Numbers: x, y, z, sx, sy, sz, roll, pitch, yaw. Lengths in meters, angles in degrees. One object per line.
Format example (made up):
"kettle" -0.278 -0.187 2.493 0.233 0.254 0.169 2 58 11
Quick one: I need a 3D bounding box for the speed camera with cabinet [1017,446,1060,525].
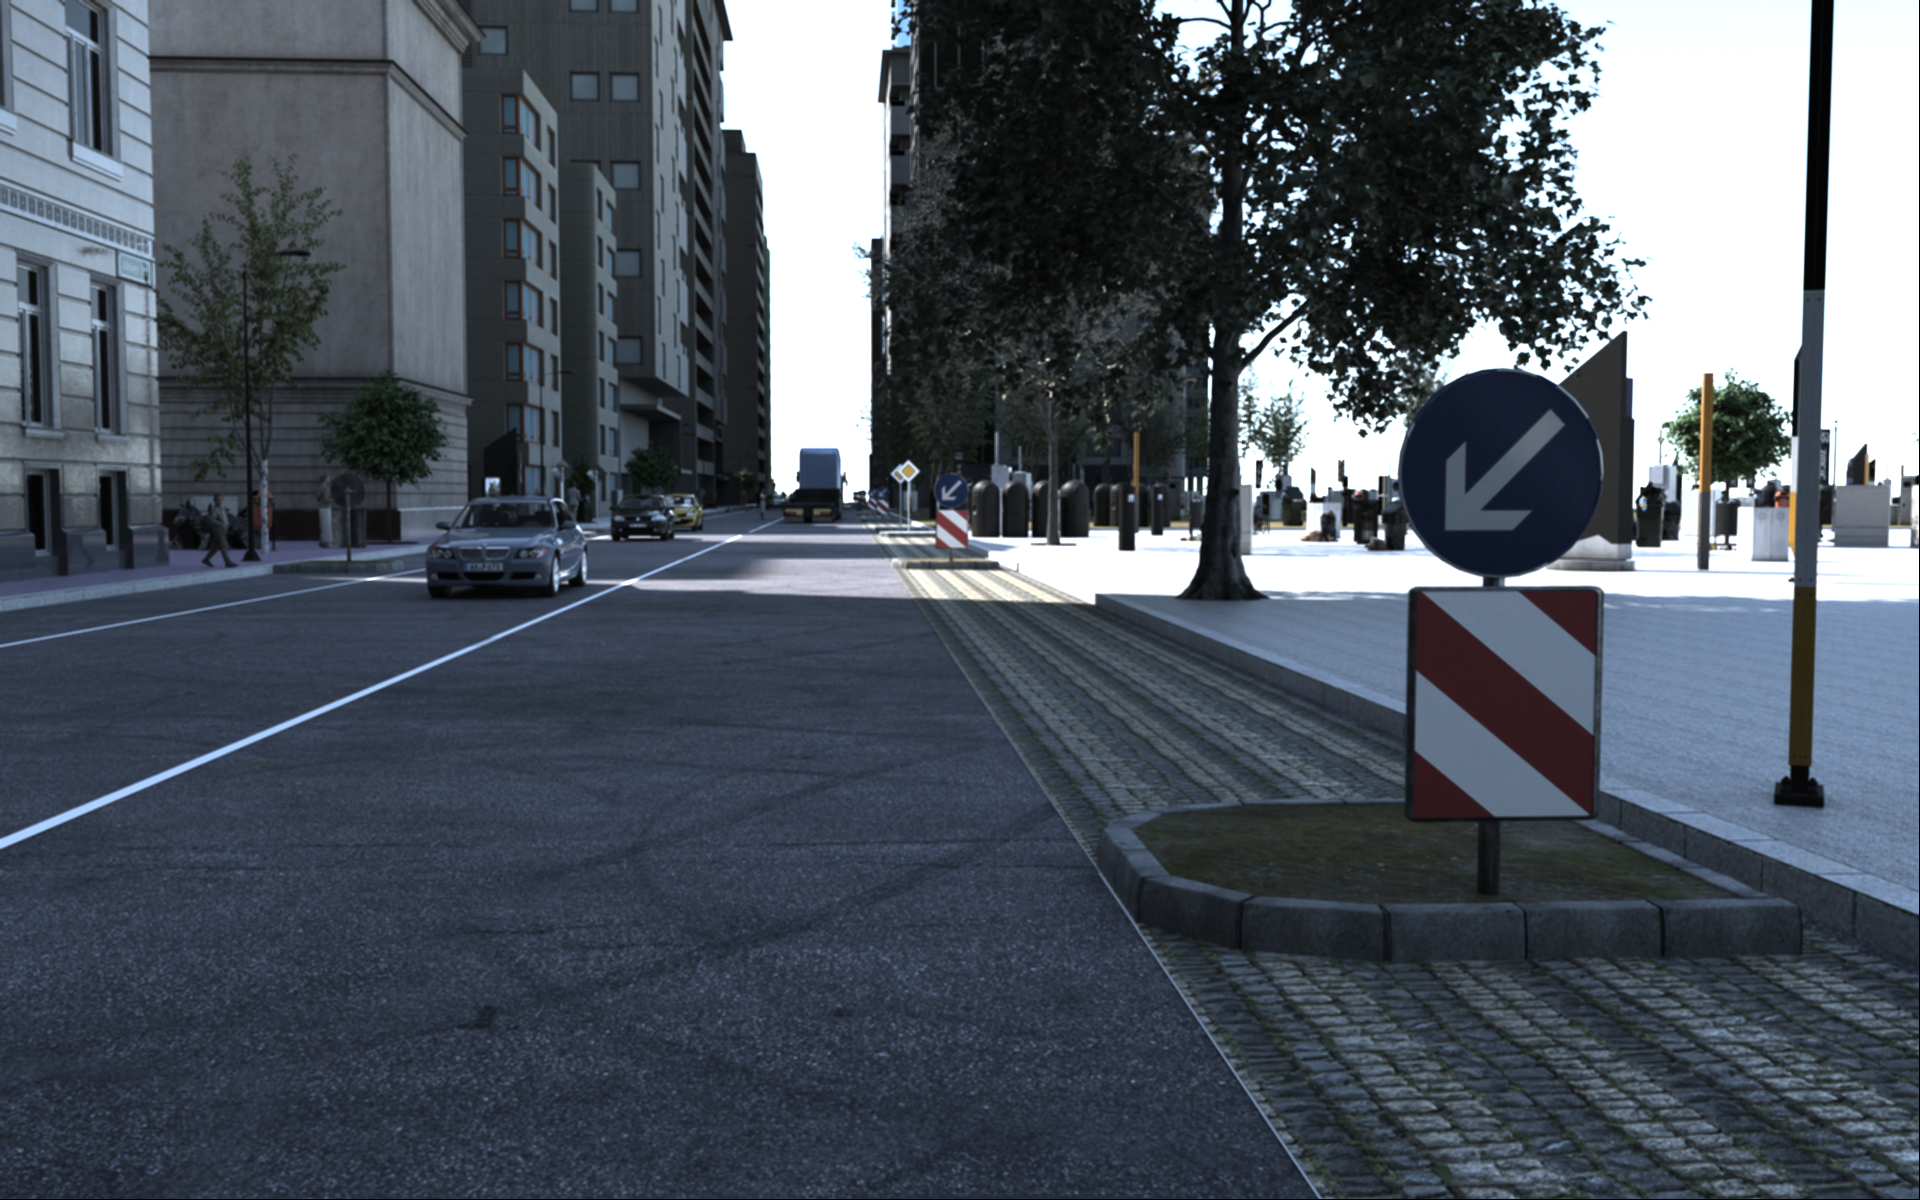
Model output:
"speed camera with cabinet" 3.158 -4.698 71.143 2.038 3.252 0.660 2 4 25

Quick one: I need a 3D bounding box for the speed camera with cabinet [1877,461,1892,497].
"speed camera with cabinet" 55.824 -6.795 105.426 0.660 3.252 2.038 0 4 -6

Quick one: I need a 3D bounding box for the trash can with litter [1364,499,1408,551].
"trash can with litter" 9.738 -1.708 39.316 1.055 1.170 0.624 -2 4 -32

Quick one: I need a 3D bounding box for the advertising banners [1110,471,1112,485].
"advertising banners" 11.374 -8.101 128.647 0.090 3.025 2.074 0 4 -7

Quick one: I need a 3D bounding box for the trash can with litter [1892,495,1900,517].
"trash can with litter" 52.413 -5.201 96.095 2.233 1.210 1.678 0 4 2

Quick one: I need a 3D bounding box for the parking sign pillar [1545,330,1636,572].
"parking sign pillar" 10.671 -2.491 29.205 1.447 3.967 1.447 -3 4 -36

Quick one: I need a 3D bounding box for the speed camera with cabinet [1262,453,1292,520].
"speed camera with cabinet" 15.431 -5.506 84.361 0.660 3.252 2.038 -1 4 -19

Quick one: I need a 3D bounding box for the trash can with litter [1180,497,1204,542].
"trash can with litter" 6.841 -2.241 47.704 1.678 1.210 2.233 3 5 43

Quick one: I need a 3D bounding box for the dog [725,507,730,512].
"dog" -18.478 -7.222 138.265 0.550 0.427 0.748 0 4 -2

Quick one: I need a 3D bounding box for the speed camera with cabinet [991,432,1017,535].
"speed camera with cabinet" 1.232 -3.684 54.577 0.660 3.252 2.038 1 4 10

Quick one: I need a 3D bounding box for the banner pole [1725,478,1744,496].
"banner pole" 39.869 -6.090 89.583 0.863 3.779 0.401 0 4 3

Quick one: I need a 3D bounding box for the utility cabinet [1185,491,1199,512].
"utility cabinet" 16.246 -6.886 121.259 1.173 1.500 0.318 -3 4 -38

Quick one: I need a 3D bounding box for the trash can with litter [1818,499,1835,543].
"trash can with litter" 23.237 -2.156 46.300 2.233 1.210 1.678 -2 4 -34

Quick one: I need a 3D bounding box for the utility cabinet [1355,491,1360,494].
"utility cabinet" 28.197 -7.066 124.211 0.318 1.500 1.173 -2 4 -27

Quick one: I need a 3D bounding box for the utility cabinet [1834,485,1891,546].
"utility cabinet" 21.962 -2.047 42.146 1.173 1.500 0.318 2 4 33

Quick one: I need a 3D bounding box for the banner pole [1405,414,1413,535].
"banner pole" 14.288 -3.940 54.441 0.863 3.779 0.401 0 4 2

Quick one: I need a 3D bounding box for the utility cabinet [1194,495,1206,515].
"utility cabinet" 14.873 -5.833 106.530 1.020 1.237 0.306 -2 4 -33

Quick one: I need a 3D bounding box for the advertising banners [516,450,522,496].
"advertising banners" -17.502 -4.441 68.791 0.090 3.025 2.074 -1 4 -9

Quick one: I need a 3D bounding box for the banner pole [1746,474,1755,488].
"banner pole" 42.169 -6.284 92.764 0.863 3.779 0.401 3 5 41

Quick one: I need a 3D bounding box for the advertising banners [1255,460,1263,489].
"advertising banners" 14.824 -5.693 89.263 0.090 3.025 2.074 -3 5 -39

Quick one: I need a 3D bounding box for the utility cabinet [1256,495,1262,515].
"utility cabinet" 17.628 -5.441 100.116 1.020 1.237 0.306 2 4 34

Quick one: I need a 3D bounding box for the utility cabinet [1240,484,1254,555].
"utility cabinet" 6.035 -1.716 36.735 0.318 1.500 1.173 1 4 12

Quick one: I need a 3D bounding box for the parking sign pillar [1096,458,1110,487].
"parking sign pillar" 10.426 -8.424 126.205 1.447 3.967 1.447 2 4 35

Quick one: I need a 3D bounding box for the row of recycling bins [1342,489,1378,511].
"row of recycling bins" 29.826 -7.497 129.694 3.534 1.692 1.069 -2 4 -29

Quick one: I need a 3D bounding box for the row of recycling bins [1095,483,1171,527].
"row of recycling bins" 6.698 -3.708 67.746 3.534 1.692 1.069 3 5 41

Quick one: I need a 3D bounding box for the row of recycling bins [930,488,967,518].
"row of recycling bins" -0.647 -5.113 90.715 1.069 1.692 3.534 -2 4 -23

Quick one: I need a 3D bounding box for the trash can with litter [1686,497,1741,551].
"trash can with litter" 17.752 -1.719 39.166 2.233 1.210 1.678 2 4 35

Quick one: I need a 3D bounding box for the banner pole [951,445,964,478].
"banner pole" -0.205 -5.899 86.473 0.863 3.779 0.401 0 4 -3

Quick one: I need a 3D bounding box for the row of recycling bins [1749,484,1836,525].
"row of recycling bins" 35.658 -4.081 73.838 1.069 1.692 3.534 -2 4 -28

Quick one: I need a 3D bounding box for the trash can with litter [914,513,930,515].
"trash can with litter" -1.717 -5.836 106.476 2.233 1.210 1.678 1 4 14

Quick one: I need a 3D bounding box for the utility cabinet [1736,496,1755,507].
"utility cabinet" 26.537 -2.896 58.516 0.306 1.237 1.020 3 5 41

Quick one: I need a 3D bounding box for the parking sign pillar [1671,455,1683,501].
"parking sign pillar" 48.260 -7.845 116.734 1.447 3.967 1.447 0 4 6

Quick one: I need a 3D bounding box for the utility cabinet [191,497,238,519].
"utility cabinet" -18.206 -1.907 42.334 1.020 1.237 0.306 -3 4 -38

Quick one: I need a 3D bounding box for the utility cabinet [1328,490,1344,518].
"utility cabinet" 20.112 -5.077 91.688 1.173 1.500 0.318 -1 4 -12

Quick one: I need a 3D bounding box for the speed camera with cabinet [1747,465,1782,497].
"speed camera with cabinet" 49.471 -6.864 106.565 0.660 3.252 2.038 -2 4 -29

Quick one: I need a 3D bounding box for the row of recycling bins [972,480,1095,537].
"row of recycling bins" 2.117 -2.728 51.713 3.534 1.692 1.069 -1 4 -9

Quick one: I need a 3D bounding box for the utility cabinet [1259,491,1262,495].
"utility cabinet" 22.766 -7.318 128.336 1.173 1.500 0.318 1 4 9

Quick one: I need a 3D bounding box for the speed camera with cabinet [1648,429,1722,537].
"speed camera with cabinet" 21.991 -3.561 52.560 0.660 3.252 2.038 -3 5 -45

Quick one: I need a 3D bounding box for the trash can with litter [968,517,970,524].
"trash can with litter" 0.718 -3.809 73.659 1.055 1.170 0.624 -1 4 -20

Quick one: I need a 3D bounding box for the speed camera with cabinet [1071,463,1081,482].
"speed camera with cabinet" 7.615 -7.145 111.149 0.660 3.252 2.038 0 4 -8

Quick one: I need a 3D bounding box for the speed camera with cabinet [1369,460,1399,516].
"speed camera with cabinet" 24.258 -6.402 99.010 2.038 3.252 0.660 -3 4 -36

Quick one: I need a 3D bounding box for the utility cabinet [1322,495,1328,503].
"utility cabinet" 20.634 -5.209 96.336 1.020 1.237 0.306 -2 4 -26

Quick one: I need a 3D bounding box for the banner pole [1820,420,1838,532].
"banner pole" 29.285 -4.188 58.486 0.863 3.779 0.401 1 4 8

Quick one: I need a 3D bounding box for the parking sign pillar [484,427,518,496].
"parking sign pillar" -18.497 -4.975 69.816 1.447 3.967 1.447 0 4 -7

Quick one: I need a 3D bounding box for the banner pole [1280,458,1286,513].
"banner pole" 22.164 -7.929 119.650 0.401 3.779 0.863 0 4 4

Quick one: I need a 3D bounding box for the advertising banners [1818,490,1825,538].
"advertising banners" 24.974 -3.348 50.926 0.090 3.025 2.074 0 4 5

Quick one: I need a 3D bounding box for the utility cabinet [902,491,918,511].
"utility cabinet" -3.764 -7.394 129.565 1.173 1.500 0.318 -2 4 -30

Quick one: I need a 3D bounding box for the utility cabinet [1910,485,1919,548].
"utility cabinet" 22.675 -1.944 40.471 0.318 1.500 1.173 0 4 0

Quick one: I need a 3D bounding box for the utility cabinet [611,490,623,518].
"utility cabinet" -17.189 -4.778 86.803 0.318 1.500 1.173 -2 4 -26
